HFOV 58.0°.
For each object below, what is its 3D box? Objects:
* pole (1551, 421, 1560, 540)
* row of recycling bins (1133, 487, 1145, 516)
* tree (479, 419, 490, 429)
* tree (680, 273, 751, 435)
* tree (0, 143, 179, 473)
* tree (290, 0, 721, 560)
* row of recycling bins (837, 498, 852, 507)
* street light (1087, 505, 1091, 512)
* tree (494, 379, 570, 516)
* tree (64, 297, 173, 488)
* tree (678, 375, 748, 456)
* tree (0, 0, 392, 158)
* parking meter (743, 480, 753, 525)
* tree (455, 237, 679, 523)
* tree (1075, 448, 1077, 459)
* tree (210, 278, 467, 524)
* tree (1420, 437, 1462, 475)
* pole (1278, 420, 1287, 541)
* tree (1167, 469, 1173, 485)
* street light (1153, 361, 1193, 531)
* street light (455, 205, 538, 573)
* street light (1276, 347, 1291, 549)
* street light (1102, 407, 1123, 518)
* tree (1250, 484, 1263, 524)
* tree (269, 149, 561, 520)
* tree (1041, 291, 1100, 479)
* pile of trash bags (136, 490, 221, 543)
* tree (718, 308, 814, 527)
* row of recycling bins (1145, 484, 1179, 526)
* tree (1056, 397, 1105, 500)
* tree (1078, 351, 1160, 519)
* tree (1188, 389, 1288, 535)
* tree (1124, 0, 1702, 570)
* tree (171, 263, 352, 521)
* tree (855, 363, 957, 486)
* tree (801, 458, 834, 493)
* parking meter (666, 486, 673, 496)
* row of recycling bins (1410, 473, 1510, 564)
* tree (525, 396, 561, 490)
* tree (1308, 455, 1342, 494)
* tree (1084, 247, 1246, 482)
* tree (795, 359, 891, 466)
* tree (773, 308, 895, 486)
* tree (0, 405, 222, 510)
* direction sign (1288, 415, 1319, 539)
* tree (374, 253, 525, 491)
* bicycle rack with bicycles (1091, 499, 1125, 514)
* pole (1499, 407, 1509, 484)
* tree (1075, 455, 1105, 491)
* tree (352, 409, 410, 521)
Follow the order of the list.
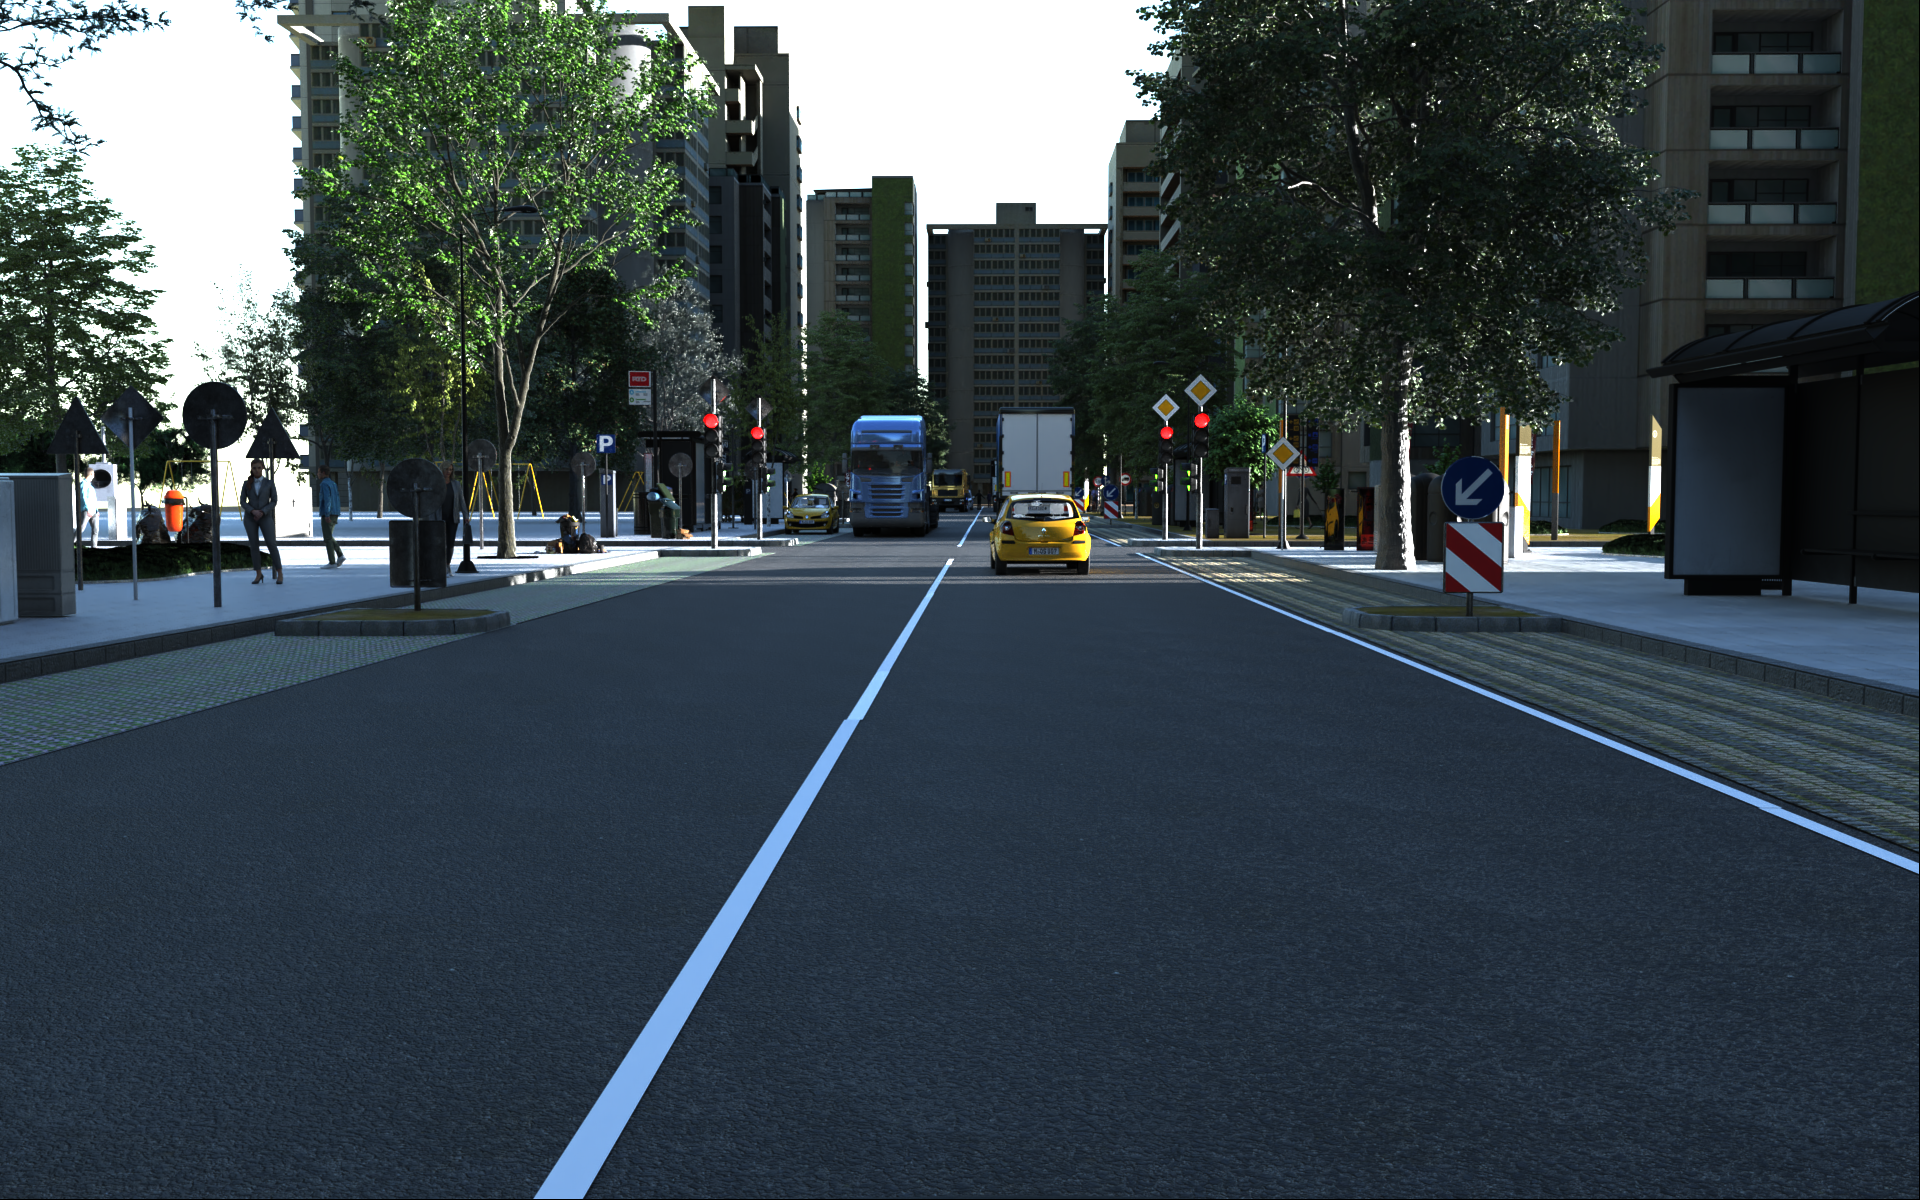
[{"bbox_3d":[16.561,-3.322,48.151,0.158,3.312,0.155,0,3,0],"label":"pole"},{"bbox_3d":[10.849,-5.752,101.163,1.069,1.692,3.534,0,4,-4],"label":"row of recycling bins"},{"bbox_3d":[-30.561,-9.591,91.220,8.767,10.594,7.601,-3,5,-40],"label":"tree"},{"bbox_3d":[-15.832,-11.032,90.751,12.009,13.543,11.850,0,3,0],"label":"tree"},{"bbox_3d":[-30.074,-8.483,56.820,7.486,12.596,7.792,0,3,0],"label":"tree"},{"bbox_3d":[-8.908,-6.639,34.298,9.928,11.665,9.643,0,3,0],"label":"tree"},{"bbox_3d":[-7.406,-6.527,113.824,1.069,1.692,3.534,1,4,19],"label":"row of recycling bins"},{"bbox_3d":[8.645,-9.240,123.612,1.470,5.913,1.316,0,4,1],"label":"street light"},{"bbox_3d":[-25.639,-10.285,102.580,7.601,10.594,8.767,-1,4,-17],"label":"tree"},{"bbox_3d":[-32.120,-7.065,65.878,4.360,8.622,3.978,0,3,0],"label":"tree"},{"bbox_3d":[-15.026,-9.432,104.581,4.360,8.622,3.978,0,3,0],"label":"tree"},{"bbox_3d":[-8.526,-6.087,9.887,12.009,13.543,11.850,0,3,0],"label":"tree"},{"bbox_3d":[-8.915,-4.096,72.687,0.399,1.863,0.255,-1,4,-11],"label":"parking meter"},{"bbox_3d":[-17.315,-9.801,77.260,9.611,12.733,9.660,0,3,0],"label":"tree"},{"bbox_3d":[10.847,-12.528,155.194,4.737,8.622,4.395,0,3,0],"label":"tree"},{"bbox_3d":[-27.034,-8.521,73.728,7.601,10.594,8.767,1,4,21],"label":"tree"},{"bbox_3d":[16.460,-3.926,58.796,1.663,3.219,1.824,0,3,0],"label":"tree"},{"bbox_3d":[8.904,-3.301,47.814,0.158,3.312,0.155,0,3,0],"label":"pole"},{"bbox_3d":[14.905,-7.726,120.921,1.663,3.219,1.824,0,3,0],"label":"tree"},{"bbox_3d":[7.458,-5.390,60.675,1.470,5.913,1.316,0,4,1],"label":"street light"},{"bbox_3d":[-7.490,-3.393,28.017,1.470,5.913,1.316,0,4,1],"label":"street light"},{"bbox_3d":[7.048,-4.155,40.483,1.470,5.913,1.316,0,4,1],"label":"street light"},{"bbox_3d":[7.990,-7.306,92.000,1.470,5.913,1.316,0,4,1],"label":"street light"},{"bbox_3d":[12.199,-4.881,74.402,1.663,3.219,1.824,0,3,0],"label":"tree"},{"bbox_3d":[-19.563,-9.558,62.927,9.857,13.997,8.962,0,3,0],"label":"tree"},{"bbox_3d":[9.839,-12.407,109.516,9.857,13.997,8.962,0,3,0],"label":"tree"},{"bbox_3d":[-17.911,-1.823,39.551,1.912,1.369,3.447,-2,4,-24],"label":"pile of trash bags"},{"bbox_3d":[-7.647,-7.223,68.460,4.737,8.622,4.395,0,3,0],"label":"tree"},{"bbox_3d":[8.782,-3.866,70.325,1.069,1.692,3.534,-1,4,-16],"label":"row of recycling bins"},{"bbox_3d":[10.655,-14.204,166.654,7.601,10.594,8.767,2,4,25],"label":"tree"},{"bbox_3d":[8.779,-8.430,88.193,4.737,8.622,4.395,0,3,0],"label":"tree"},{"bbox_3d":[8.895,-4.324,54.413,4.285,4.588,4.351,0,3,0],"label":"tree"},{"bbox_3d":[7.473,-7.486,29.053,9.857,13.997,8.962,0,3,0],"label":"tree"},{"bbox_3d":[-22.095,-6.401,55.023,4.360,8.622,3.978,0,3,0],"label":"tree"},{"bbox_3d":[-5.428,-15.987,168.044,9.857,13.997,8.962,0,3,0],"label":"tree"},{"bbox_3d":[-7.869,-6.080,94.004,1.663,3.219,1.824,0,3,0],"label":"tree"},{"bbox_3d":[-8.893,-2.697,52.512,0.372,1.533,0.369,0,3,0],"label":"parking meter"},{"bbox_3d":[9.263,-1.599,33.253,1.069,1.692,3.534,-1,4,-18],"label":"row of recycling bins"},{"bbox_3d":[-28.034,-9.993,113.750,4.737,8.622,4.395,0,3,0],"label":"tree"},{"bbox_3d":[18.050,-5.571,85.684,1.663,3.219,1.824,0,3,0],"label":"tree"},{"bbox_3d":[9.389,-9.921,80.333,7.486,12.596,7.792,0,3,0],"label":"tree"},{"bbox_3d":[-7.374,-11.175,117.125,7.601,10.594,8.767,1,4,14],"label":"tree"},{"bbox_3d":[-7.433,-11.504,106.220,7.486,12.596,7.792,0,3,0],"label":"tree"},{"bbox_3d":[-56.343,-9.119,112.004,20.602,7.101,11.467,0,4,3],"label":"tree"},{"bbox_3d":[9.831,-3.525,49.639,0.876,3.537,0.379,1,4,18],"label":"direction sign"},{"bbox_3d":[-15.713,-6.266,52.808,4.737,8.622,4.395,0,3,0],"label":"tree"},{"bbox_3d":[9.902,-6.202,114.780,2.852,0.926,2.925,0,4,3],"label":"bicycle rack with bicycles"},{"bbox_3d":[12.749,-2.861,40.627,0.158,3.312,0.155,0,3,0],"label":"pole"},{"bbox_3d":[9.891,-9.350,136.584,4.285,4.588,4.351,0,3,0],"label":"tree"},{"bbox_3d":[-28.707,-8.028,81.624,4.360,8.622,3.978,0,3,0],"label":"tree"}]
